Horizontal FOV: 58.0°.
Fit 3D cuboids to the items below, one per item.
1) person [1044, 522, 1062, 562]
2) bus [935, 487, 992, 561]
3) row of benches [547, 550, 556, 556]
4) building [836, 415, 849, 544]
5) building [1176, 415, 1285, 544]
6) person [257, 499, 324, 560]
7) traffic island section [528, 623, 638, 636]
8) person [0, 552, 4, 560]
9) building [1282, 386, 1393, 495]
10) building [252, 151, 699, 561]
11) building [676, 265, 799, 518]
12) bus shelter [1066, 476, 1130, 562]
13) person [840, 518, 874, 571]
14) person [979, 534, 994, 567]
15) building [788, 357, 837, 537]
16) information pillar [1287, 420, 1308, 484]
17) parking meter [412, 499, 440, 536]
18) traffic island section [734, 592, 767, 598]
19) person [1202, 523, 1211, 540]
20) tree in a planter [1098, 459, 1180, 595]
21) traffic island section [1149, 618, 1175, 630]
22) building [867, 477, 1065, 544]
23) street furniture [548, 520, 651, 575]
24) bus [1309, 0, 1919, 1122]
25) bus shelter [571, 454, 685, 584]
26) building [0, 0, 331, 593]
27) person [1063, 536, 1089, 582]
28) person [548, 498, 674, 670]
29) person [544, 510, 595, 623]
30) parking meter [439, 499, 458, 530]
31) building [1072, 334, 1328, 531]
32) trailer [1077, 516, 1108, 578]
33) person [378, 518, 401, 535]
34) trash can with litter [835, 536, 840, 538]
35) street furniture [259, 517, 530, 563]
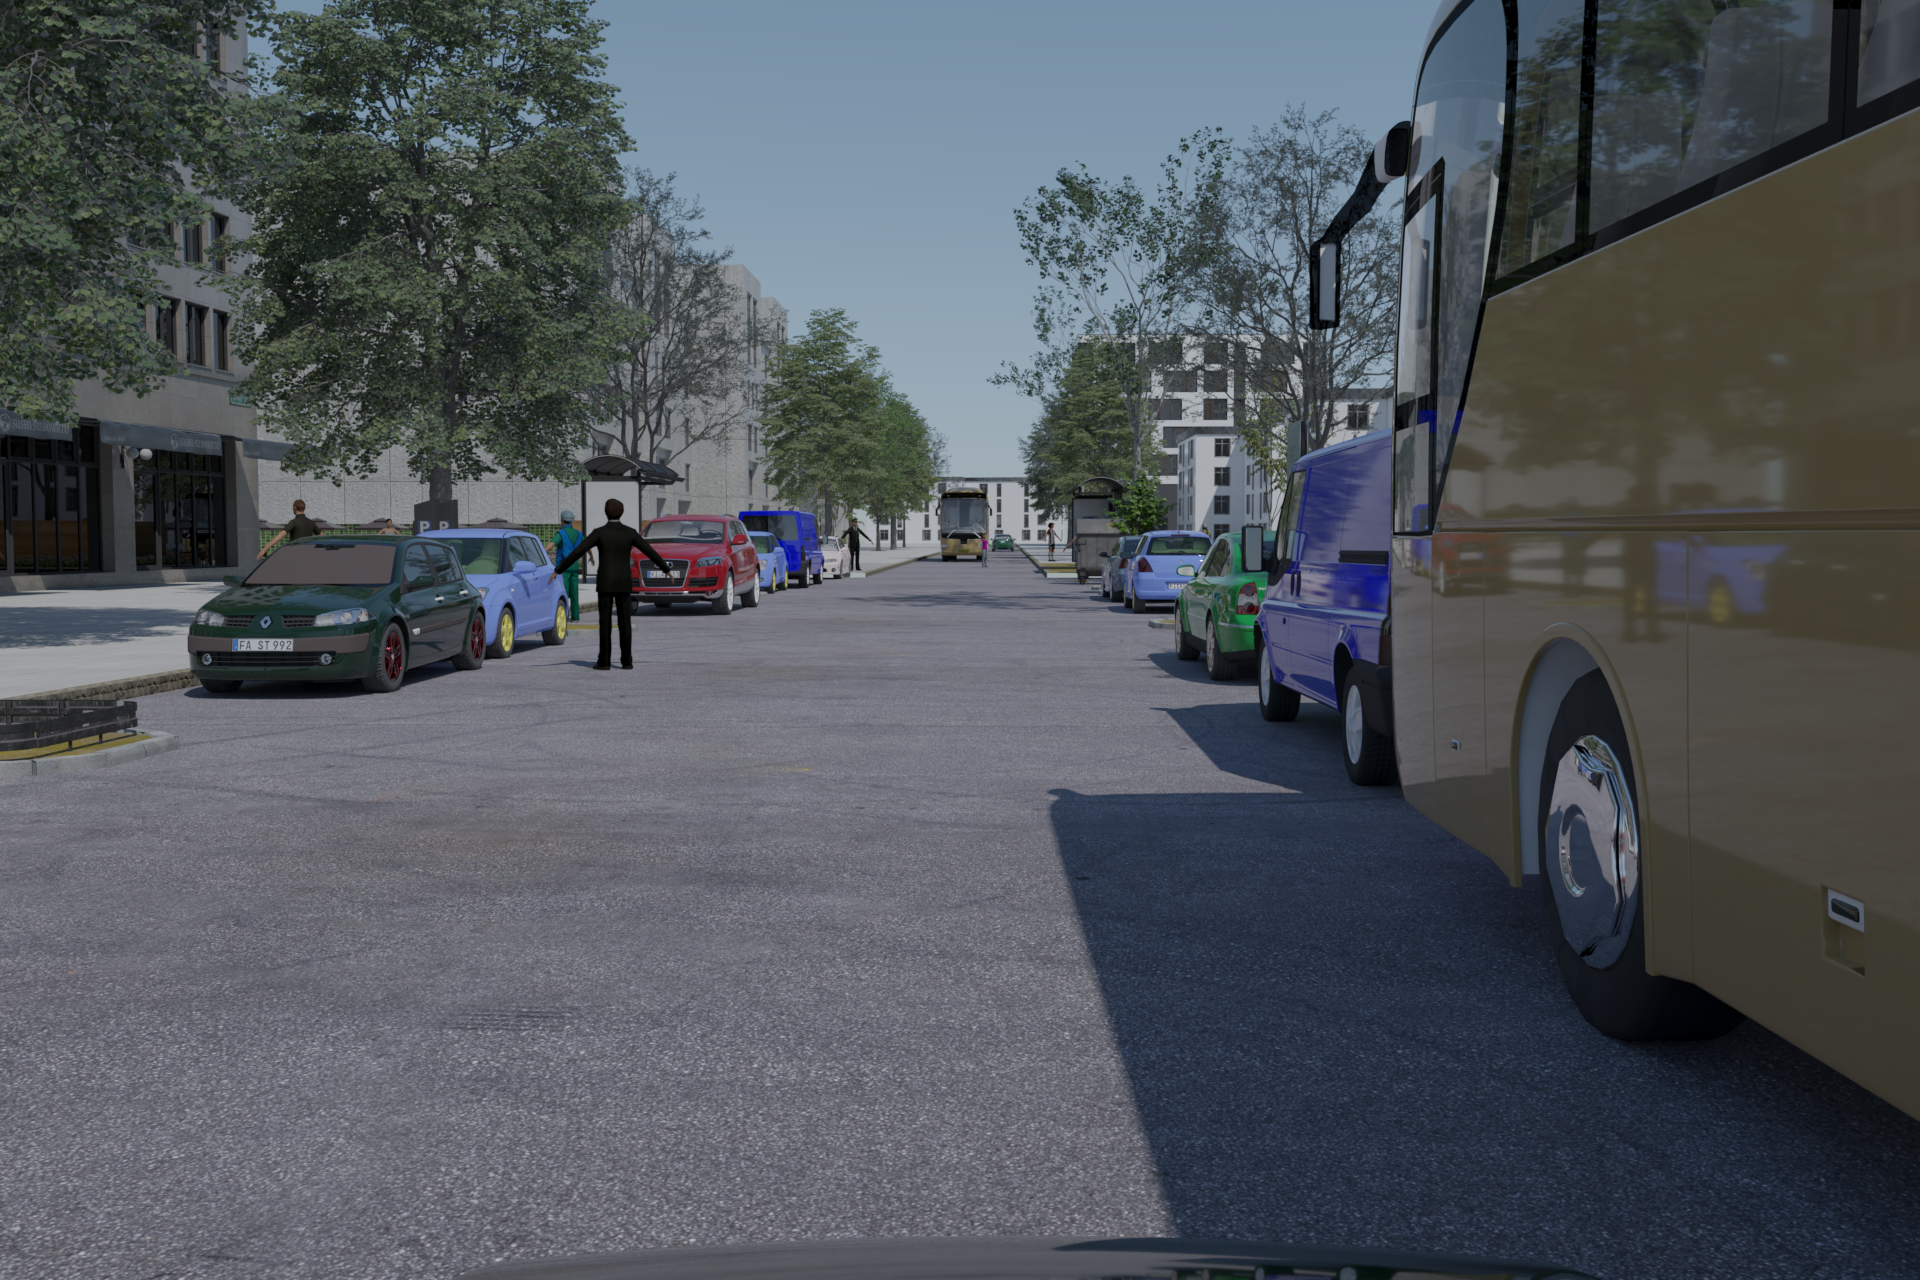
[{"bbox_3d":[4.277,-4.545,80.457,0.704,1.843,1.345,3,4,38],"label":"person"},{"bbox_3d":[0.307,-6.261,93.916,2.896,3.916,12.252,0,4,1],"label":"bus"},{"bbox_3d":[-15.911,-3.179,67.443,1.422,0.672,4.104,2,4,27],"label":"row of benches"},{"bbox_3d":[-22.710,-21.005,209.896,16.747,18.905,31.486,0,4,1],"label":"building"},{"bbox_3d":[22.778,-11.791,134.923,9.099,9.664,28.070,0,4,1],"label":"building"},{"bbox_3d":[-9.963,-1.217,26.120,0.705,1.803,1.348,2,4,31],"label":"person"},{"bbox_3d":[-5.787,-0.146,25.248,1.991,0.108,1.994,0,4,2],"label":"traffic island section"},{"bbox_3d":[-14.681,-1.183,25.405,0.705,1.821,1.348,1,4,21],"label":"person"},{"bbox_3d":[25.274,-9.644,99.821,9.099,9.664,28.070,0,4,2],"label":"building"},{"bbox_3d":[-25.580,-14.051,96.185,16.747,18.905,31.486,0,4,1],"label":"building"},{"bbox_3d":[-22.232,-16.107,129.814,16.747,18.905,31.486,0,4,1],"label":"building"},{"bbox_3d":[4.995,-4.255,63.493,2.014,3.302,5.546,0,4,1],"label":"bus shelter"},{"bbox_3d":[-3.658,-3.332,60.414,1.347,1.837,0.705,-2,4,-28],"label":"person"},{"bbox_3d":[1.108,-3.829,74.320,0.599,1.433,0.991,3,5,40],"label":"person"},{"bbox_3d":[-23.076,-21.323,179.551,19.493,23.208,18.063,0,4,2],"label":"building"},{"bbox_3d":[7.105,-2.766,36.539,0.184,3.620,1.656,0,4,2],"label":"information pillar"},{"bbox_3d":[-8.850,-1.409,28.748,0.399,1.863,0.255,0,4,2],"label":"parking meter"},{"bbox_3d":[-5.475,-1.033,39.752,1.991,0.108,1.994,0,4,1],"label":"traffic island section"},{"bbox_3d":[12.948,-5.264,91.837,0.705,1.858,1.354,3,5,42],"label":"person"},{"bbox_3d":[4.302,-2.692,41.237,1.991,3.239,1.994,0,4,2],"label":"tree in a planter"},{"bbox_3d":[3.944,-0.238,26.759,1.991,0.108,1.994,0,4,1],"label":"traffic island section"},{"bbox_3d":[0.920,-18.839,252.617,28.070,9.664,9.099,1,4,11],"label":"building"},{"bbox_3d":[-11.781,-3.078,57.176,9.812,1.723,11.010,0,4,-1],"label":"street furniture"},{"bbox_3d":[2.988,-0.619,1.675,2.896,3.916,12.252,0,3,0],"label":"bus"},{"bbox_3d":[-8.881,-3.231,46.743,2.014,3.302,5.546,0,4,1],"label":"bus shelter"},{"bbox_3d":[-30.413,-14.187,34.118,24.374,26.755,37.873,0,4,2],"label":"building"},{"bbox_3d":[3.645,-2.643,51.529,1.347,1.847,0.705,-3,4,-36],"label":"person"},{"bbox_3d":[-3.663,-0.592,18.316,1.347,1.806,0.705,-2,4,-24],"label":"person"},{"bbox_3d":[-6.359,-1.186,27.973,0.704,1.817,1.347,2,4,34],"label":"person"},{"bbox_3d":[-8.672,-1.436,29.197,0.399,1.863,0.255,0,4,1],"label":"parking meter"},{"bbox_3d":[26.253,-21.352,193.082,27.936,21.610,32.646,0,4,1],"label":"building"},{"bbox_3d":[4.532,-3.042,56.788,1.471,1.999,3.904,0,4,1],"label":"trailer"},{"bbox_3d":[-16.539,-2.656,50.229,1.217,1.737,0.721,-2,4,-24],"label":"person"},{"bbox_3d":[-4.610,-3.411,66.820,1.678,1.210,2.233,0,4,2],"label":"trash can with litter"},{"bbox_3d":[-32.175,-3.906,68.897,27.439,1.986,14.083,1,4,10],"label":"street furniture"}]
